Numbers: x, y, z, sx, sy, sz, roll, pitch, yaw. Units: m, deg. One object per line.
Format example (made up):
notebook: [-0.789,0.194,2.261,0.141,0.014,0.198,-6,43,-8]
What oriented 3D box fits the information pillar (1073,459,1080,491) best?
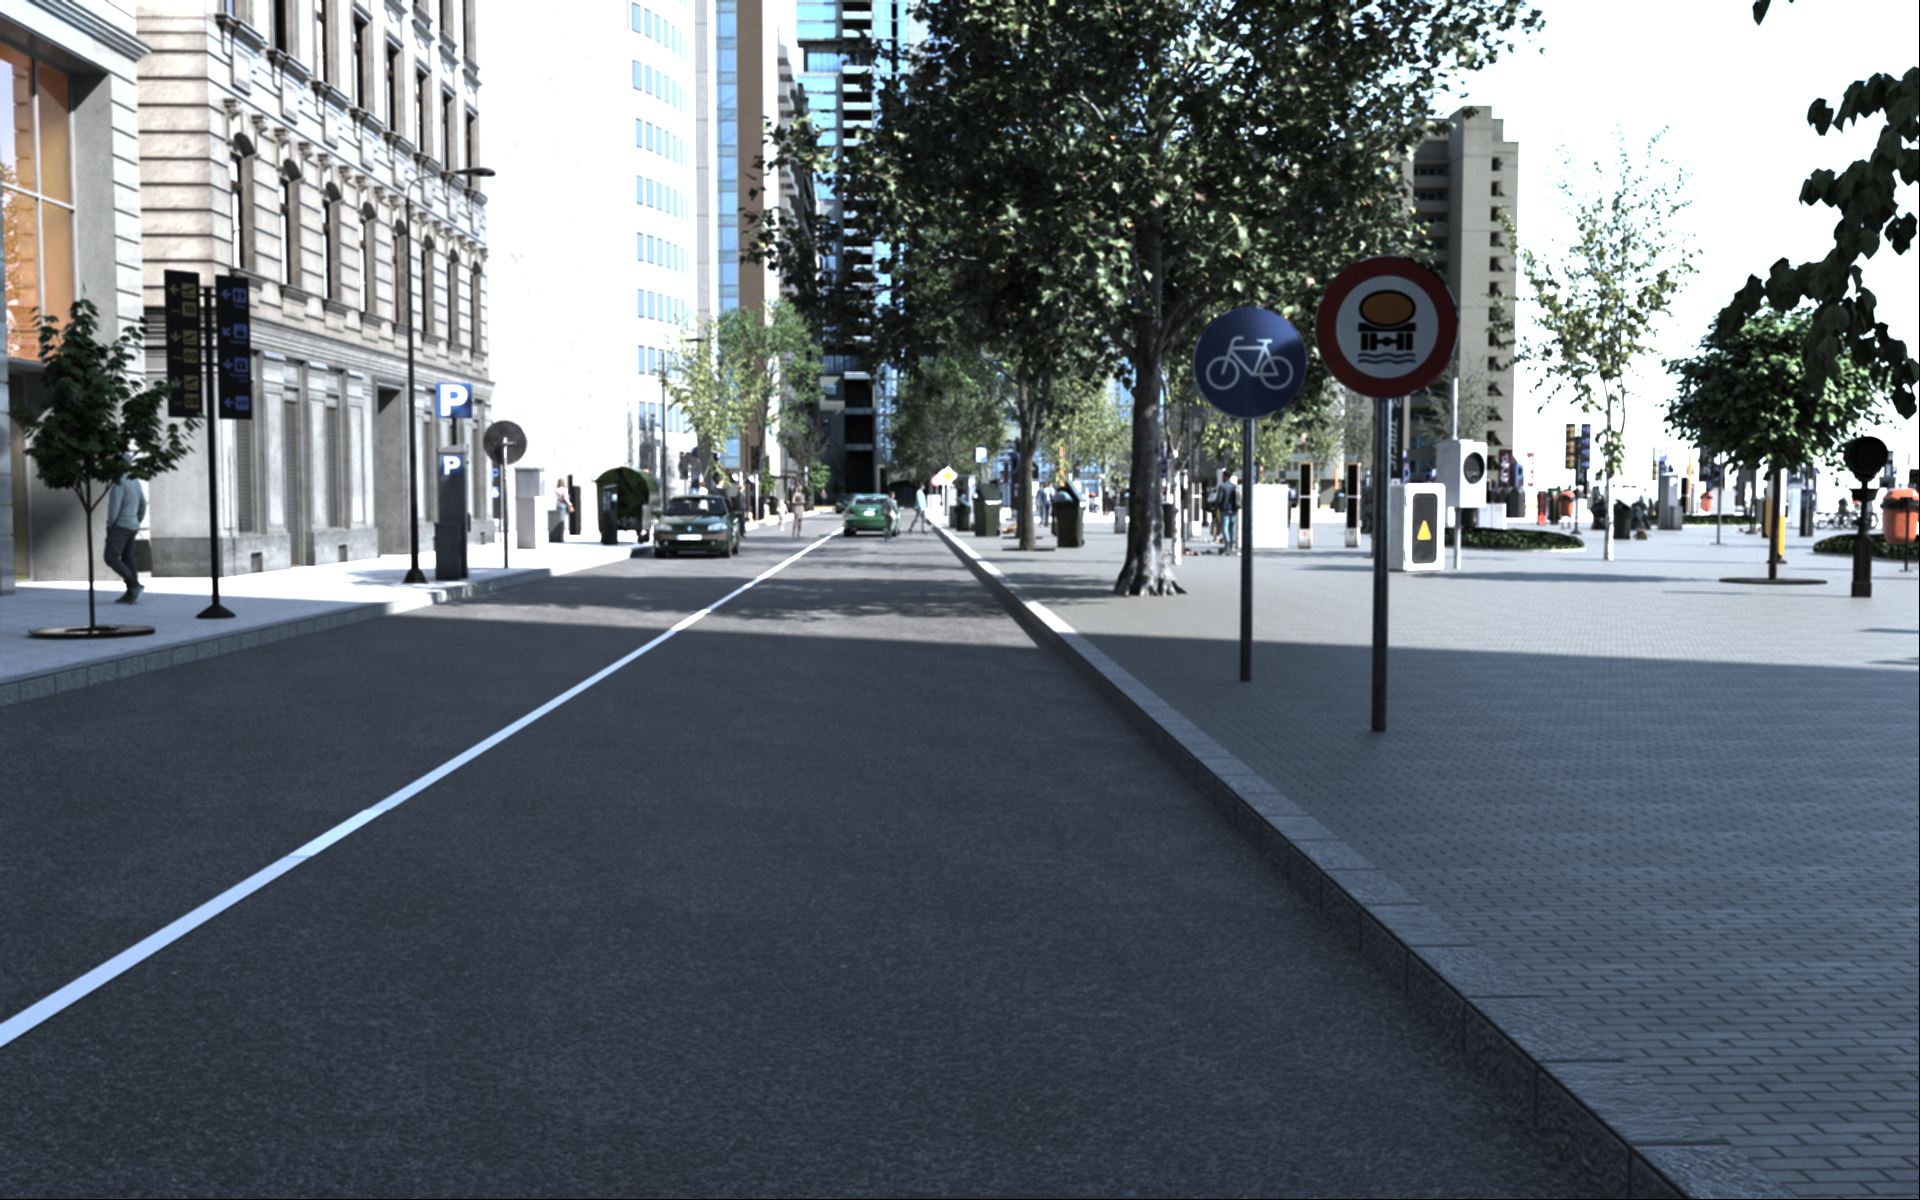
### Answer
information pillar: [7.887,-7.692,117.118,0.504,3.616,0.183,-2,4,-30]

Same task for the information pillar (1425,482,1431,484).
information pillar: [29.412,-6.386,108.908,0.304,2.012,0.304,3,5,40]

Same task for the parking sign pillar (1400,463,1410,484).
parking sign pillar: [30.926,-8.092,120.781,1.447,3.967,1.447,3,5,39]

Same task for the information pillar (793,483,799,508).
information pillar: [-11.081,-6.884,117.048,0.304,2.012,0.304,2,4,32]

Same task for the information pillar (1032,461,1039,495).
information pillar: [5.223,-7.921,120.866,0.504,3.616,0.183,0,4,-4]

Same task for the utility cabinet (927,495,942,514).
utility cabinet: [-1.793,-6.734,121.266,1.020,1.237,0.306,0,4,7]

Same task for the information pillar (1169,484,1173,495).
information pillar: [15.182,-7.315,124.099,0.304,2.012,0.304,0,4,-4]

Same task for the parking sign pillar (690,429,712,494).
parking sign pillar: [-10.468,-4.984,69.963,1.447,3.967,1.447,1,4,14]

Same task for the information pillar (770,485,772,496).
information pillar: [-13.305,-7.117,120.859,0.304,2.012,0.304,0,4,6]

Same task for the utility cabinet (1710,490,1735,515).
utility cabinet: [40.082,-5.039,91.062,1.173,1.500,0.318,2,4,25]

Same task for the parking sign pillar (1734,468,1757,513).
parking sign pillar: [53.831,-7.958,118.584,1.447,3.967,1.447,0,4,1]

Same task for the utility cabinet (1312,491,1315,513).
utility cabinet: [23.043,-6.455,114.214,1.173,1.500,0.318,-3,4,-38]

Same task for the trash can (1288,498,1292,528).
trash can: [11.508,-3.084,62.076,0.748,1.137,0.748,0,3,0]

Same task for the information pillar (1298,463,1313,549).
information pillar: [8.137,-2.221,40.801,0.304,2.012,0.304,1,4,14]

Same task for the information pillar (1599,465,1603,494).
information pillar: [52.351,-9.182,141.476,0.183,3.616,0.504,3,5,41]

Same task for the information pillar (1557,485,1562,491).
information pillar: [49.315,-8.446,142.589,0.304,2.012,0.304,3,4,38]

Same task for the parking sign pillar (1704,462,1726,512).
parking sign pillar: [54.106,-8.291,124.022,1.447,3.967,1.447,1,4,16]

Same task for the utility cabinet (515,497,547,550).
utility cabinet: [-9.931,-1.771,40.121,0.306,1.237,1.020,-3,5,-40]

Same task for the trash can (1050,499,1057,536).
trash can: [3.087,-2.512,52.726,0.748,1.137,0.748,0,3,0]

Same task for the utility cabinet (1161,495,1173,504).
utility cabinet: [10.931,-4.916,91.534,0.306,1.237,1.020,2,4,29]

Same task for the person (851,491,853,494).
person: [-11.217,-10.393,179.210,0.721,1.735,1.217,3,5,42]

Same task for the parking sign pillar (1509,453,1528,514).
parking sign pillar: [35.379,-7.438,110.077,1.447,3.967,1.447,-3,5,-44]

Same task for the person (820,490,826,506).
person: [-14.176,-10.578,179.531,0.617,1.759,0.750,0,4,2]

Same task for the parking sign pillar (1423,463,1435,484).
parking sign pillar: [41.002,-9.948,151.121,1.447,3.967,1.447,-1,4,-23]

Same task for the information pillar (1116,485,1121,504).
information pillar: [12.261,-7.916,133.912,0.304,2.012,0.304,-2,4,-33]

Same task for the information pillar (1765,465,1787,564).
information pillar: [15.086,-2.485,31.983,0.183,3.616,0.504,0,4,-8]

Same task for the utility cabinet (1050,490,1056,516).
utility cabinet: [5.483,-5.441,97.643,0.318,1.500,1.173,-2,4,-27]

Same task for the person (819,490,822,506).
person: [-15.409,-11.420,193.479,0.721,1.743,1.217,-3,4,-37]

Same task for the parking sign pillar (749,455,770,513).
parking sign pillar: [-13.605,-7.908,117.769,1.447,3.967,1.447,-2,4,-34]

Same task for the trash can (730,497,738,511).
trash can: [-12.420,-5.135,95.609,0.748,1.137,0.748,0,3,0]

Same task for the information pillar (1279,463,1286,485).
information pillar: [23.107,-8.128,124.252,0.504,3.616,0.183,0,4,-5]

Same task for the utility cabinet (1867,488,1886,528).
utility cabinet: [34.233,-3.433,64.811,1.173,1.500,0.318,-3,5,-40]

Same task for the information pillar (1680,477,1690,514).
information pillar: [30.879,-4.238,73.782,0.304,2.012,0.304,3,5,39]

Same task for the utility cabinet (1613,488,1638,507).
utility cabinet: [25.188,-3.499,65.891,1.173,1.500,0.318,-1,4,-18]

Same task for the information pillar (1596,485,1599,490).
information pillar: [53.927,-8.668,146.209,0.304,2.012,0.304,-2,4,-30]

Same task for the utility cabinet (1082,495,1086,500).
utility cabinet: [10.370,-7.931,140.827,1.020,1.237,0.306,-1,4,-15]

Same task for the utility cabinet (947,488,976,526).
utility cabinet: [0.086,-3.633,68.074,1.173,1.500,0.318,1,4,12]

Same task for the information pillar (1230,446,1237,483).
information pillar: [12.879,-5.548,82.072,0.504,3.616,0.183,-1,4,-19]

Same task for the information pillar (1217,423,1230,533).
information pillar: [8.582,-4.011,56.928,0.183,3.616,0.504,-1,4,-15]

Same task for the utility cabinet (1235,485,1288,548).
utility cabinet: [7.053,-1.949,40.545,1.173,1.500,0.318,0,4,-5]

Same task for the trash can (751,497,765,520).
trash can: [-9.878,-4.472,84.775,0.748,1.137,0.748,0,3,0]

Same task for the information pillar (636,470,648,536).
information pillar: [-9.697,-2.956,52.818,0.304,2.012,0.304,-3,4,-38]

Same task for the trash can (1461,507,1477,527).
trash can: [19.624,-3.365,66.679,0.748,1.137,0.748,0,3,0]

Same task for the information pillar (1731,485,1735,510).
information pillar: [60.731,-8.037,135.899,0.304,2.012,0.304,0,4,-5]

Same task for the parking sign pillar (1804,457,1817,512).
parking sign pillar: [60.768,-8.282,123.890,1.447,3.967,1.447,0,4,-2]

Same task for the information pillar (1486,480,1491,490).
information pillar: [27.541,-5.266,90.587,0.304,2.012,0.304,0,4,2]

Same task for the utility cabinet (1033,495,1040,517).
utility cabinet: [3.957,-5.222,96.540,1.020,1.237,0.306,-1,4,-22]

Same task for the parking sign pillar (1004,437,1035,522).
parking sign pillar: [2.805,-5.661,81.029,1.447,3.967,1.447,-1,4,-21]

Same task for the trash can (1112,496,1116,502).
trash can: [12.559,-7.793,139.069,0.748,1.137,0.748,0,3,0]

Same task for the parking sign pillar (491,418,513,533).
parking sign pillar: [-15.660,-4.232,57.673,1.447,3.967,1.447,-2,4,-30]

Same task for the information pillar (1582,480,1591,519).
information pillar: [32.549,-5.229,89.988,0.304,2.012,0.304,3,5,44]
